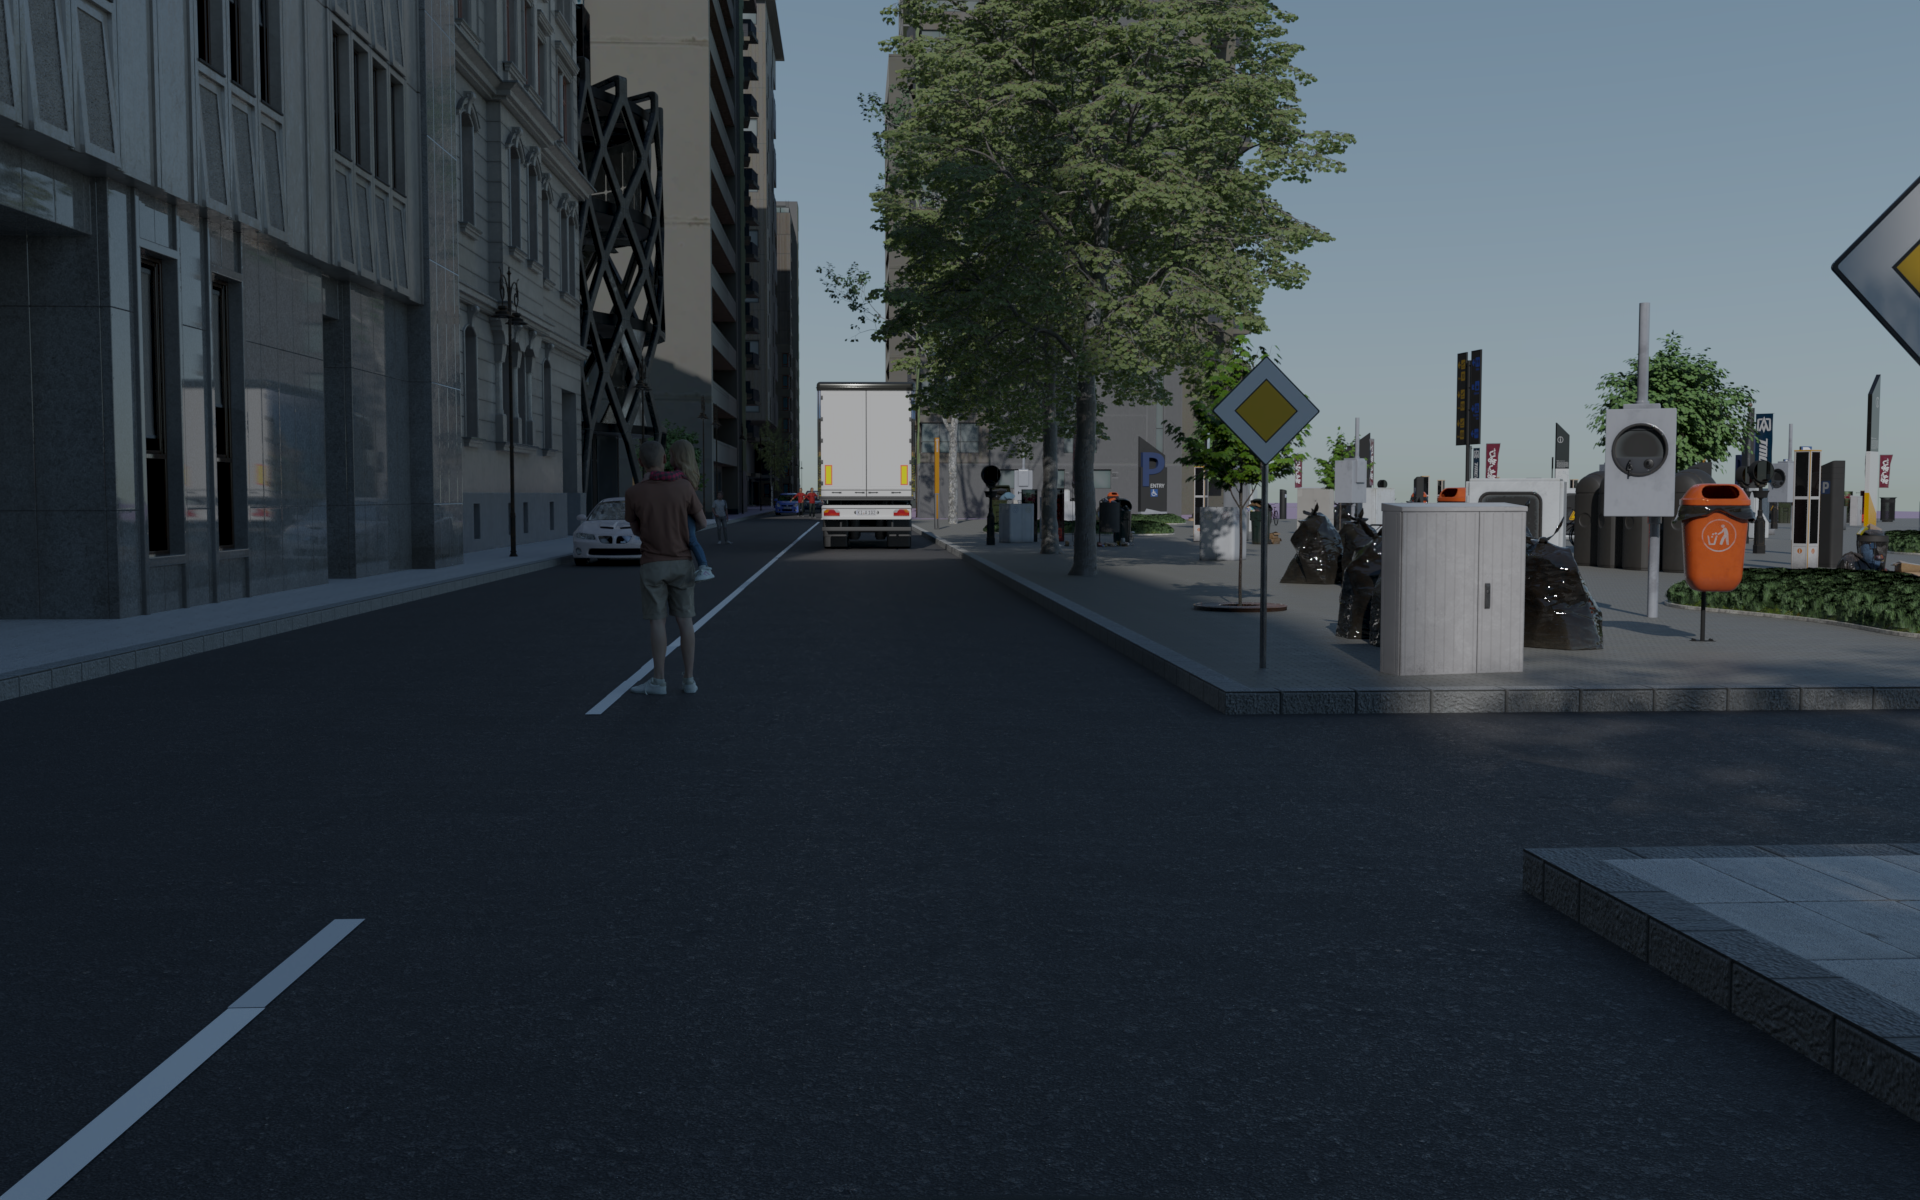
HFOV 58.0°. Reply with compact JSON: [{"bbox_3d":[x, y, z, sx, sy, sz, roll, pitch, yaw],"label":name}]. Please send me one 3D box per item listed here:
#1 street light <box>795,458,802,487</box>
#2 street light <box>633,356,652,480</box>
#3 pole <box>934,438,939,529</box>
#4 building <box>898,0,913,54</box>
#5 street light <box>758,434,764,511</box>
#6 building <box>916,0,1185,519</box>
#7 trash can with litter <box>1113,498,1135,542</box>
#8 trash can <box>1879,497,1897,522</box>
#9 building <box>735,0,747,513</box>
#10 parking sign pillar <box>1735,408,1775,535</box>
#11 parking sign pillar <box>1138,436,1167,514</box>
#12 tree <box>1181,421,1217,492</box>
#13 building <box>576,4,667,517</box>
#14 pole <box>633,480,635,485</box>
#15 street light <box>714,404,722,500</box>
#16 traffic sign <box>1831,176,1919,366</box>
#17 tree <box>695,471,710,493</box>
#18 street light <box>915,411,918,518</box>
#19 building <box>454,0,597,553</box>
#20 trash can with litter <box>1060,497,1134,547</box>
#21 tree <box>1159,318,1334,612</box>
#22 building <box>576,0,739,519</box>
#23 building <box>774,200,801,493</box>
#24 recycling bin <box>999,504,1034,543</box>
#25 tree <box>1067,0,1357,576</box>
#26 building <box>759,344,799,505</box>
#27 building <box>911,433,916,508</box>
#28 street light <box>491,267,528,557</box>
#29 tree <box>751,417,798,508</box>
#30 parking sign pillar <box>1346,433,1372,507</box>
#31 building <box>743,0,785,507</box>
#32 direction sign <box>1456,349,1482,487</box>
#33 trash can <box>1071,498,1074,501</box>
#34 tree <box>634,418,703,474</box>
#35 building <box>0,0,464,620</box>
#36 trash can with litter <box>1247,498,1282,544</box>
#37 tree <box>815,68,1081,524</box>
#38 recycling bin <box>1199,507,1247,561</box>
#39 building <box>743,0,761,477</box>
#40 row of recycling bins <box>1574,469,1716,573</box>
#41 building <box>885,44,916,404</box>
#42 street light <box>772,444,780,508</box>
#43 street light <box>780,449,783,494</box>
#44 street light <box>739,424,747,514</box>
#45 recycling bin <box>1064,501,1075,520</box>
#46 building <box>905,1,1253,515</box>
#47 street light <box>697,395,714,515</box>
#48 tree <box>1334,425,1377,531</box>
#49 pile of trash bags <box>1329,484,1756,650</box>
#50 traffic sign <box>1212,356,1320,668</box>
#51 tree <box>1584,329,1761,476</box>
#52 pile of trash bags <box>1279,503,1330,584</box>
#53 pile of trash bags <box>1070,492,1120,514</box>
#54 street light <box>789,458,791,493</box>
[{"bbox_3d":[-20.529,-14.992,217.901,0.468,5.910,1.993,0,4,-4],"label":"street light"},{"bbox_3d":[-10.629,-5.220,58.131,0.468,5.910,1.993,0,4,-4],"label":"street light"},{"bbox_3d":[-0.842,-4.213,62.728,0.158,3.312,0.155,0,3,0],"label":"pole"},{"bbox_3d":[-0.038,-48.788,235.941,20.563,71.187,20.611,0,4,-4],"label":"building"},{"bbox_3d":[-15.465,-9.884,134.389,0.468,5.910,1.993,0,4,-4],"label":"street light"},{"bbox_3d":[4.487,-25.270,96.752,14.154,41.232,14.086,0,4,-4],"label":"building"},{"bbox_3d":[4.289,-2.115,45.975,0.624,1.170,1.055,1,4,15],"label":"trash can with litter"},{"bbox_3d":[42.807,-4.175,79.910,0.748,1.137,0.748,0,3,0],"label":"trash can"},{"bbox_3d":[-21.784,-26.409,115.378,14.154,41.232,14.086,0,4,-4],"label":"building"},{"bbox_3d":[25.041,-4.056,54.782,1.447,3.967,1.447,1,4,15],"label":"parking sign pillar"},{"bbox_3d":[8.989,-5.648,80.813,1.447,3.967,1.447,-1,4,-14],"label":"parking sign pillar"},{"bbox_3d":[9.660,-4.823,62.574,4.285,4.588,4.351,0,3,0],"label":"tree"},{"bbox_3d":[-19.354,-11.939,62.650,16.820,18.784,16.811,0,4,-4],"label":"building"},{"bbox_3d":[-15.749,-5.508,83.892,0.158,3.312,0.155,0,3,0],"label":"pole"},{"bbox_3d":[-12.460,-7.089,88.688,0.468,5.910,1.993,0,4,-4],"label":"street light"},{"bbox_3d":[2.729,-0.067,4.737,0.795,2.450,0.064,0,4,-4],"label":"traffic sign"},{"bbox_3d":[-13.227,-5.585,85.913,1.663,3.219,1.824,0,3,0],"label":"tree"},{"bbox_3d":[-2.354,-7.435,94.355,0.468,5.910,1.993,0,4,-4],"label":"street light"},{"bbox_3d":[-17.290,-15.591,42.296,14.401,28.519,23.554,0,4,-4],"label":"building"},{"bbox_3d":[3.276,-1.927,42.561,2.233,1.210,1.678,0,4,-4],"label":"trash can with litter"},{"bbox_3d":[2.989,-1.501,19.145,1.663,3.219,1.824,0,3,0],"label":"tree"},{"bbox_3d":[-23.933,-28.941,96.889,21.300,48.544,21.600,0,4,-4],"label":"building"},{"bbox_3d":[-29.018,-33.712,234.790,14.154,41.232,14.086,0,4,-4],"label":"building"},{"bbox_3d":[1.487,-2.031,45.758,0.722,1.027,0.722,-1,4,-22],"label":"recycling bin"},{"bbox_3d":[2.385,-6.667,27.126,7.486,12.596,7.792,0,3,0],"label":"tree"},{"bbox_3d":[-34.263,-22.538,213.532,27.650,21.520,28.899,0,4,-4],"label":"building"},{"bbox_3d":[5.439,-51.039,147.154,22.319,86.520,31.000,0,4,-4],"label":"building"},{"bbox_3d":[-9.162,-3.827,35.356,0.468,5.910,1.993,0,4,-4],"label":"street light"},{"bbox_3d":[-17.519,-13.039,163.557,4.737,8.622,4.395,0,3,0],"label":"tree"},{"bbox_3d":[17.536,-5.392,76.632,1.447,3.967,1.447,2,4,33],"label":"parking sign pillar"},{"bbox_3d":[-33.237,-36.312,182.934,28.713,52.752,27.495,0,4,-4],"label":"building"},{"bbox_3d":[8.079,-2.175,27.560,0.379,3.537,0.876,0,4,-8],"label":"direction sign"},{"bbox_3d":[4.593,-3.330,66.093,0.748,1.137,0.748,0,3,0],"label":"trash can"},{"bbox_3d":[-12.598,-5.578,74.913,4.285,4.588,4.351,0,3,0],"label":"tree"},{"bbox_3d":[-14.484,-12.400,20.765,12.078,24.808,19.932,0,4,-4],"label":"building"},{"bbox_3d":[7.781,-2.017,44.357,0.624,1.170,1.055,3,5,39],"label":"trash can with litter"},{"bbox_3d":[0.130,-13.453,75.846,12.611,20.169,13.585,0,3,0],"label":"tree"},{"bbox_3d":[5.107,-1.288,33.620,0.722,1.027,0.722,2,4,30],"label":"recycling bin"},{"bbox_3d":[-27.396,-29.528,137.414,22.147,44.769,28.867,0,4,-4],"label":"building"},{"bbox_3d":[11.660,-1.377,29.632,1.069,1.692,3.534,-1,4,-10],"label":"row of recycling bins"},{"bbox_3d":[2.878,-34.311,184.684,21.300,48.544,21.600,0,4,-4],"label":"building"},{"bbox_3d":[-16.824,-11.266,156.978,0.468,5.910,1.993,0,4,-4],"label":"street light"},{"bbox_3d":[-17.720,-12.165,171.693,0.468,5.910,1.993,0,4,-4],"label":"street light"},{"bbox_3d":[-14.002,-8.481,111.457,0.468,5.910,1.993,0,4,-4],"label":"street light"},{"bbox_3d":[3.752,-2.920,60.299,0.722,1.027,0.722,-1,4,-13],"label":"recycling bin"},{"bbox_3d":[7.474,-28.379,118.619,22.147,44.769,28.867,0,4,-4],"label":"building"},{"bbox_3d":[-11.947,-6.602,80.723,0.468,5.910,1.993,0,4,-4],"label":"street light"},{"bbox_3d":[10.682,-3.321,48.894,1.663,3.219,1.824,0,3,0],"label":"tree"},{"bbox_3d":[5.056,-0.323,15.038,3.447,1.369,1.912,0,4,8],"label":"pile of trash bags"},{"bbox_3d":[2.230,-0.554,12.707,0.795,2.450,0.064,0,4,-4],"label":"traffic sign"},{"bbox_3d":[14.042,-3.106,34.502,4.285,4.588,4.351,0,3,0],"label":"tree"},{"bbox_3d":[6.004,-0.875,24.058,1.912,1.369,3.447,-2,4,-24],"label":"pile of trash bags"},{"bbox_3d":[6.108,-4.525,83.738,3.447,1.369,1.912,-1,4,-21],"label":"pile of trash bags"},{"bbox_3d":[-19.210,-13.592,195.017,0.468,5.910,1.993,0,4,-4],"label":"street light"}]
